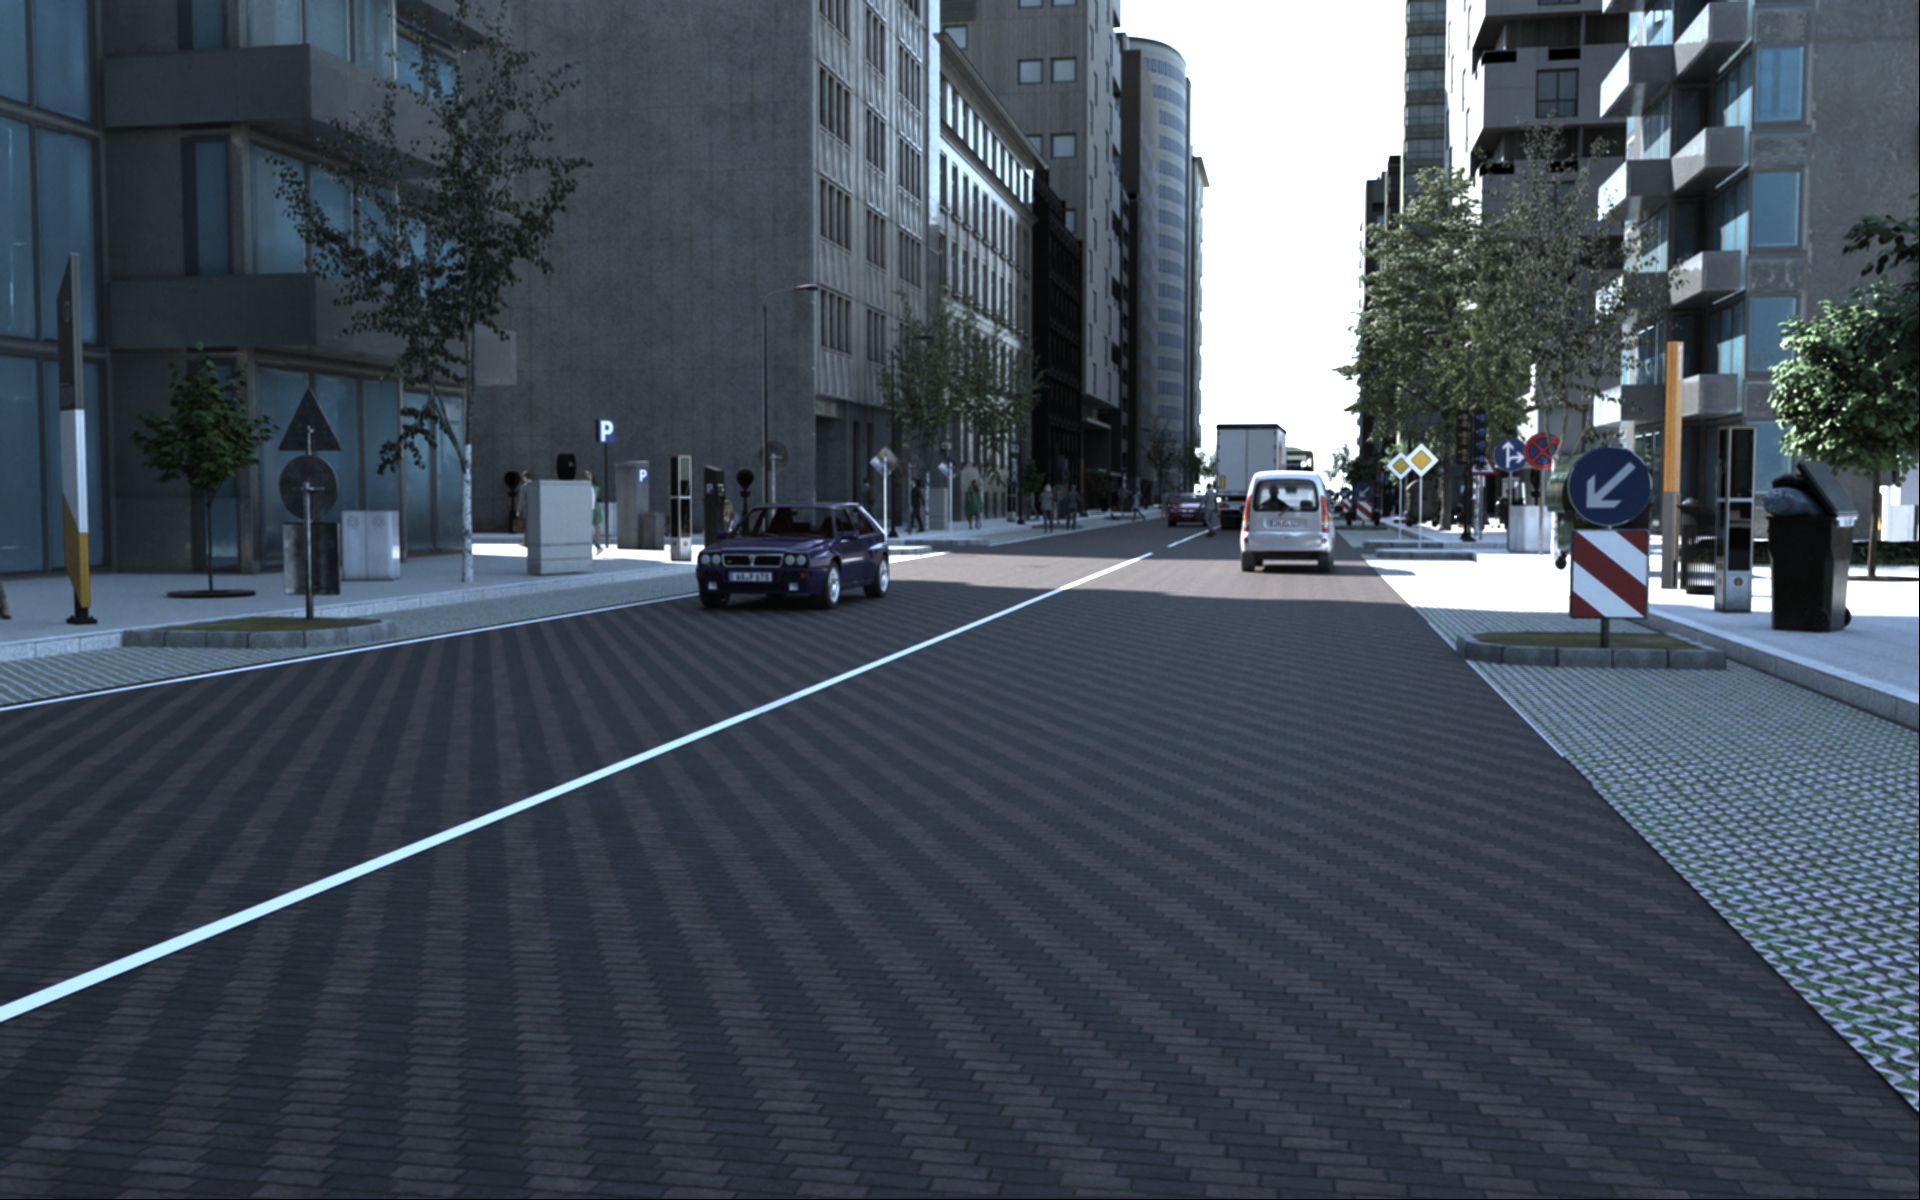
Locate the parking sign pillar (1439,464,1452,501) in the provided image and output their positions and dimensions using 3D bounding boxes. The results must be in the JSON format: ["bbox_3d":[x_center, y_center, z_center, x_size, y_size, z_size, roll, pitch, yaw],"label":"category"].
[{"bbox_3d":[32.658,-7.884,117.374,1.447,3.967,1.447,1,4,21],"label":"parking sign pillar"}]

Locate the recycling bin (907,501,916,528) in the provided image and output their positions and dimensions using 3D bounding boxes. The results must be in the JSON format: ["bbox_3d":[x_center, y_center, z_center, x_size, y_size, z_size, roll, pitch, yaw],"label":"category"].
[{"bbox_3d":[-1.587,-3.267,65.964,0.722,1.027,0.722,1,4,11],"label":"recycling bin"}]

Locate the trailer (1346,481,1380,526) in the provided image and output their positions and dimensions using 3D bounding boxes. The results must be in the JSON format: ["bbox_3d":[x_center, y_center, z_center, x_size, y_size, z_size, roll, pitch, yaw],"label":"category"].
[{"bbox_3d":[18.178,-4.351,78.180,1.471,1.999,3.904,1,4,11],"label":"trailer"}]

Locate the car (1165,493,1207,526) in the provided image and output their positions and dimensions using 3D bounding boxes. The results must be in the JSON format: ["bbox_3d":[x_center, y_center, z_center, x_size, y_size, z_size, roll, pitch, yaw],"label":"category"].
[{"bbox_3d":[10.369,-4.228,78.169,2.155,1.783,4.494,1,4,10],"label":"car"}]

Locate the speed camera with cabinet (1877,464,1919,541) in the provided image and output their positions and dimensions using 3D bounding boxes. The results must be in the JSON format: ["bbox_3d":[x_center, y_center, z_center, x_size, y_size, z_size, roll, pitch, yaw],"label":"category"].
[{"bbox_3d":[19.526,-2.544,35.924,0.660,3.252,2.038,1,4,15],"label":"speed camera with cabinet"}]

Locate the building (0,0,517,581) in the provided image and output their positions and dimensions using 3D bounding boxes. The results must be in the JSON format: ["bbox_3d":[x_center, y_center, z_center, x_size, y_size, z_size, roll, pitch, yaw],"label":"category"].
[{"bbox_3d":[-24.858,-25.027,28.797,30.456,49.044,23.786,1,4,11],"label":"building"}]

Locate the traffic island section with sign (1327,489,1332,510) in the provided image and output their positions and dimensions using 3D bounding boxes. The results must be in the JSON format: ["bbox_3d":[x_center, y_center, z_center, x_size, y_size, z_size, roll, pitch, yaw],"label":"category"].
[{"bbox_3d":[21.276,-5.352,96.134,1.989,1.847,2.006,1,4,11],"label":"traffic island section with sign"}]

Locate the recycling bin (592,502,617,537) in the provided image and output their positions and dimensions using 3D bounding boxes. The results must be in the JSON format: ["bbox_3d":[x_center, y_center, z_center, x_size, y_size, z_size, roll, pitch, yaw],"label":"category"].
[{"bbox_3d":[-10.712,-2.411,51.967,0.722,1.027,0.722,0,4,6],"label":"recycling bin"}]

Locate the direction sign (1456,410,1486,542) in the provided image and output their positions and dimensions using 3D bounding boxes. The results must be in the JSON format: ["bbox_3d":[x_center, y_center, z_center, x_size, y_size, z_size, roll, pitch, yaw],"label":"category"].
[{"bbox_3d":[13.763,-3.345,46.691,0.876,3.537,0.379,-1,4,-17],"label":"direction sign"}]

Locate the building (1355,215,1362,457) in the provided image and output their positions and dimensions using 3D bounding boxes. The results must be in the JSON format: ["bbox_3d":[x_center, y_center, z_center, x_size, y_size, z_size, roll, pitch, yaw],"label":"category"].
[{"bbox_3d":[70.777,-36.978,259.215,22.147,44.769,28.867,1,4,11],"label":"building"}]

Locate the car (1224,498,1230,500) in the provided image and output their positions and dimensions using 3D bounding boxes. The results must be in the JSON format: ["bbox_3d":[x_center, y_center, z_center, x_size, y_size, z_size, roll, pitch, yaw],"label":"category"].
[{"bbox_3d":[25.784,-9.192,162.084,2.131,1.459,4.920,1,4,10],"label":"car"}]

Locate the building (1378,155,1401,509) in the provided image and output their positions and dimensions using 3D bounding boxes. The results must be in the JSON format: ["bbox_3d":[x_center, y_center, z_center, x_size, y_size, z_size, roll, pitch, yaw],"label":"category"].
[{"bbox_3d":[43.492,-23.073,148.951,14.160,30.474,14.107,1,4,11],"label":"building"}]

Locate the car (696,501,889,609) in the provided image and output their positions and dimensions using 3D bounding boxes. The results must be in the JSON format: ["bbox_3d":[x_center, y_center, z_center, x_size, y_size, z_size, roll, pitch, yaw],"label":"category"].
[{"bbox_3d":[-2.148,-0.633,22.932,1.945,1.354,3.894,1,4,12],"label":"car"}]

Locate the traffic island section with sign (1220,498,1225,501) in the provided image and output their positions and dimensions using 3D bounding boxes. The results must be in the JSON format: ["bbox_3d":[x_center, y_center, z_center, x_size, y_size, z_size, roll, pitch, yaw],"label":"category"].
[{"bbox_3d":[34.805,-13.464,228.763,1.989,1.847,2.006,1,4,11],"label":"traffic island section with sign"}]

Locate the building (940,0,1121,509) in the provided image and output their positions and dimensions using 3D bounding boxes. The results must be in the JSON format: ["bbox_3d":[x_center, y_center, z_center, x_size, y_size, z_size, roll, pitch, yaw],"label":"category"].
[{"bbox_3d":[-1.488,-33.702,140.259,28.713,52.752,27.495,1,4,11],"label":"building"}]

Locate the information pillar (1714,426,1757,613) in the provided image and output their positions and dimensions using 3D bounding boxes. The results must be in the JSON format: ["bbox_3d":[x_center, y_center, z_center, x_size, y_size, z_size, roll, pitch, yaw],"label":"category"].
[{"bbox_3d":[8.398,-0.873,18.767,0.304,2.012,0.304,0,4,4],"label":"information pillar"}]

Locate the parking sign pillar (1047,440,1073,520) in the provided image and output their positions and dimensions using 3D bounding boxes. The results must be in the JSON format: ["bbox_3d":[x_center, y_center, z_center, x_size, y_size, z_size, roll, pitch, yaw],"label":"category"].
[{"bbox_3d":[4.977,-6.037,87.170,1.447,3.967,1.447,0,4,7],"label":"parking sign pillar"}]

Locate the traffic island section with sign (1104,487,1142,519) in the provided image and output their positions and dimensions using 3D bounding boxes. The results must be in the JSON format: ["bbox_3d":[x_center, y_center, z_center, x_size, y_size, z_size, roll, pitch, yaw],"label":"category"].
[{"bbox_3d":[9.300,-5.496,98.480,1.989,1.847,2.006,1,4,11],"label":"traffic island section with sign"}]

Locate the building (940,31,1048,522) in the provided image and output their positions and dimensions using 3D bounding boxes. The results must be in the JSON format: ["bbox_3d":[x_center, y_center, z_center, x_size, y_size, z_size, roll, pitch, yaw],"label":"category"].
[{"bbox_3d":[-5.557,-15.689,89.797,16.112,22.955,30.059,1,4,11],"label":"building"}]

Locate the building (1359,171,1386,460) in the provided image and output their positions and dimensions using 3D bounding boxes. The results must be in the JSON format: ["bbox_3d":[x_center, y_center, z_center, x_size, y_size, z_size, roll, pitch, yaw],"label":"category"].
[{"bbox_3d":[62.477,-35.995,238.628,14.600,45.320,14.200,1,4,11],"label":"building"}]

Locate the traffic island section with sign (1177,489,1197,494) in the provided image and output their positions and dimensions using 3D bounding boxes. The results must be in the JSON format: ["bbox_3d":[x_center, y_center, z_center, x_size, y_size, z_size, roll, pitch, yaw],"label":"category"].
[{"bbox_3d":[18.828,-8.472,147.153,1.989,1.847,2.006,1,4,11],"label":"traffic island section with sign"}]

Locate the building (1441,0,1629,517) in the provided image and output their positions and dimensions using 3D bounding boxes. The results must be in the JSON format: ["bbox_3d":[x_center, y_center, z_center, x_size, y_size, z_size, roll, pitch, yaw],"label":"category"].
[{"bbox_3d":[40.903,-30.791,92.666,28.713,52.752,27.495,1,4,11],"label":"building"}]

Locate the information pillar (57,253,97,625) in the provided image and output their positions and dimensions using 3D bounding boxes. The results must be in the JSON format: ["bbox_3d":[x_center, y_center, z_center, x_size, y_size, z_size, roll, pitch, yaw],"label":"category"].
[{"bbox_3d":[-8.766,-1.576,17.127,0.183,3.616,0.504,-3,5,-44],"label":"information pillar"}]

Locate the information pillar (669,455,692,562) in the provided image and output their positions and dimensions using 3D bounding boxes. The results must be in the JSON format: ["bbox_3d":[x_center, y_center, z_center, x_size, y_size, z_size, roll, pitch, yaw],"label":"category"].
[{"bbox_3d":[-5.324,-1.744,33.008,0.304,2.012,0.304,3,5,44],"label":"information pillar"}]

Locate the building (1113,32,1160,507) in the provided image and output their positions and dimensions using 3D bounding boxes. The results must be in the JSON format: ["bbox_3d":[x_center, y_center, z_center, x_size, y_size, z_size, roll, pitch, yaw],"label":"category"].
[{"bbox_3d":[11.683,-32.010,173.466,14.600,45.320,14.200,1,4,11],"label":"building"}]

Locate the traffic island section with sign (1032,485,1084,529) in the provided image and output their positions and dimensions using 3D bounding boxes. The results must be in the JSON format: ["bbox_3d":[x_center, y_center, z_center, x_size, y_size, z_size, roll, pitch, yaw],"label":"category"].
[{"bbox_3d":[4.090,-3.871,71.922,1.989,1.847,2.006,1,4,11],"label":"traffic island section with sign"}]

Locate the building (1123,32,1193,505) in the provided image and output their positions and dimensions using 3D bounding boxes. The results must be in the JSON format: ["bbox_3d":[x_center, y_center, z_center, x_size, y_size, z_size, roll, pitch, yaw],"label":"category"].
[{"bbox_3d":[18.364,-41.710,223.958,21.231,58.520,28.212,1,4,11],"label":"building"}]

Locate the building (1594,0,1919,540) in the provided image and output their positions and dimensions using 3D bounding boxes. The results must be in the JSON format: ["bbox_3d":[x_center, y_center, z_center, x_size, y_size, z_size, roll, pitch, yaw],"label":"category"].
[{"bbox_3d":[36.606,-26.622,54.874,30.456,49.044,23.786,1,4,11],"label":"building"}]

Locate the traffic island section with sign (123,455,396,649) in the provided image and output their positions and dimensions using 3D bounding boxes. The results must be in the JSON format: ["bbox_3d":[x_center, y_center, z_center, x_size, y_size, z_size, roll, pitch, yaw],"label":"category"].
[{"bbox_3d":[-6.678,-0.508,16.926,1.989,1.847,2.006,1,4,11],"label":"traffic island section with sign"}]

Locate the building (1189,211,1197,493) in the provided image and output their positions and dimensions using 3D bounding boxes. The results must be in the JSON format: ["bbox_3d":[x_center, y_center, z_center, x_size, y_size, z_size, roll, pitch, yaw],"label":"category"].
[{"bbox_3d":[25.888,-34.332,244.930,14.154,41.232,14.086,1,4,11],"label":"building"}]

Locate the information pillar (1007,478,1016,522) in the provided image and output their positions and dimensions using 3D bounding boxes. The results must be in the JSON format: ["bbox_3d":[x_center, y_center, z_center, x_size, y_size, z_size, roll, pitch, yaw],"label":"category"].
[{"bbox_3d":[2.368,-4.603,79.753,0.304,2.012,0.304,3,4,37],"label":"information pillar"}]

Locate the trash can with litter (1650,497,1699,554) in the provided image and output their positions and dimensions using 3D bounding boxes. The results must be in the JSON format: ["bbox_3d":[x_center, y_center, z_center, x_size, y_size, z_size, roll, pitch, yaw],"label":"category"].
[{"bbox_3d":[15.401,-1.553,36.448,1.678,1.210,2.233,0,4,-2],"label":"trash can with litter"}]

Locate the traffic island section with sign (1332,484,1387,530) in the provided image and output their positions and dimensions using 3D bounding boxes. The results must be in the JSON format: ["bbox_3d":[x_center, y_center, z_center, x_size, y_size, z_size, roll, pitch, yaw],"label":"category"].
[{"bbox_3d":[16.044,-3.716,69.381,1.989,1.847,2.006,1,4,11],"label":"traffic island section with sign"}]

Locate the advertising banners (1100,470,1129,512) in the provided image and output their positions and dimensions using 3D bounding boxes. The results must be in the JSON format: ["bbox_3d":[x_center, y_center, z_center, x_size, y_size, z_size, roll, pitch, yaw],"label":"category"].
[{"bbox_3d":[11.083,-7.833,124.259,2.074,3.025,0.090,1,4,18],"label":"advertising banners"}]

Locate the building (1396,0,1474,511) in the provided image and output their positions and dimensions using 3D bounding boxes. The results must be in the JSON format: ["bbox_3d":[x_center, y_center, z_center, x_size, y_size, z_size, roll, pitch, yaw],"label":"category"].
[{"bbox_3d":[41.312,-27.591,134.712,14.154,41.232,14.086,1,4,11],"label":"building"}]

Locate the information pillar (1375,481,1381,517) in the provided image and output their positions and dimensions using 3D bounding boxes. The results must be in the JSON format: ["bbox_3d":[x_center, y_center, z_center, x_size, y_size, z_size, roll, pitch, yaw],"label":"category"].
[{"bbox_3d":[23.031,-5.572,95.586,0.304,2.012,0.304,3,5,45],"label":"information pillar"}]

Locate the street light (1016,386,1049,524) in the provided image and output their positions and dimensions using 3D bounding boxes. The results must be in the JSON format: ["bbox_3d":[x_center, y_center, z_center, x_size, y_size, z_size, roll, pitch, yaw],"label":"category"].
[{"bbox_3d":[3.135,-6.226,74.339,1.470,5.913,1.316,1,4,11],"label":"street light"}]

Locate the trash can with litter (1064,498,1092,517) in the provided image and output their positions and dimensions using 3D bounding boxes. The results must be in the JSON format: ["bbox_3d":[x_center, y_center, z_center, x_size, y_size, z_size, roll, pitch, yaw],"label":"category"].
[{"bbox_3d":[6.220,-5.168,95.561,2.233,1.210,1.678,1,4,10],"label":"trash can with litter"}]

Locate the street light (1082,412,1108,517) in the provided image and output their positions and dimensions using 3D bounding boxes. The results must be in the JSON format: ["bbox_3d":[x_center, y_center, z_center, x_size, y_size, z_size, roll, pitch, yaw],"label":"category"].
[{"bbox_3d":[7.642,-7.667,97.893,1.470,5.913,1.316,1,4,11],"label":"street light"}]

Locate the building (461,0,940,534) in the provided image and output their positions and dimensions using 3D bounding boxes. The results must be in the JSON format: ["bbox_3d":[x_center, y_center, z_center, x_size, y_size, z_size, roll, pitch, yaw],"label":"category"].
[{"bbox_3d":[-8.658,-15.101,64.924,12.078,24.808,19.932,1,4,11],"label":"building"}]

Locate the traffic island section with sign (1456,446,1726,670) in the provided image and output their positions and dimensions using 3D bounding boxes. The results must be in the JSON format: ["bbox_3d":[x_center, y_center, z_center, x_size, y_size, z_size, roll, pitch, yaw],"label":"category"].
[{"bbox_3d":[5.416,-0.397,15.121,1.989,1.847,2.006,1,4,11],"label":"traffic island section with sign"}]

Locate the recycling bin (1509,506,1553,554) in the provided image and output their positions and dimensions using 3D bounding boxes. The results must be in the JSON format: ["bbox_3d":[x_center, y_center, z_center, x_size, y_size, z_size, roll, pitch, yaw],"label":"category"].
[{"bbox_3d":[12.447,-1.539,37.723,0.722,1.027,0.722,-1,4,-9],"label":"recycling bin"}]

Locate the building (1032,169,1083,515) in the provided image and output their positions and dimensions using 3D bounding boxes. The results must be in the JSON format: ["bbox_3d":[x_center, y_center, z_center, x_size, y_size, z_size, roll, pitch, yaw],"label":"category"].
[{"bbox_3d":[0.791,-17.269,112.020,12.332,23.373,15.834,1,4,11],"label":"building"}]

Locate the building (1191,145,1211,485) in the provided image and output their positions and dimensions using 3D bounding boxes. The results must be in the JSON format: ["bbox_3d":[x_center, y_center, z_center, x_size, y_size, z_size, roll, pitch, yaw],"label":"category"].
[{"bbox_3d":[23.395,-41.447,266.899,28.713,52.752,27.495,1,4,11],"label":"building"}]

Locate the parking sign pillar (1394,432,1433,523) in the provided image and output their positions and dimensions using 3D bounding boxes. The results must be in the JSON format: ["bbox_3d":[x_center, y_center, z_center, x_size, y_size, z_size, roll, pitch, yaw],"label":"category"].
[{"bbox_3d":[19.887,-5.374,76.332,1.447,3.967,1.447,1,4,10],"label":"parking sign pillar"}]

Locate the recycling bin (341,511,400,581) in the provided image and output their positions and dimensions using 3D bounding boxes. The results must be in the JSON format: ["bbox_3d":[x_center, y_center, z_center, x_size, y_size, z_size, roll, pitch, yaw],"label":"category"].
[{"bbox_3d":[-8.797,-0.814,25.859,0.722,1.027,0.722,-1,4,-8],"label":"recycling bin"}]

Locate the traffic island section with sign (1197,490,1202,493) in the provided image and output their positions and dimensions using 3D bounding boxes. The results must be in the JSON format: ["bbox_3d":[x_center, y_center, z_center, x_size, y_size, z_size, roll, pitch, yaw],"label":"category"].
[{"bbox_3d":[24.006,-10.091,173.608,1.989,1.847,2.006,1,4,11],"label":"traffic island section with sign"}]

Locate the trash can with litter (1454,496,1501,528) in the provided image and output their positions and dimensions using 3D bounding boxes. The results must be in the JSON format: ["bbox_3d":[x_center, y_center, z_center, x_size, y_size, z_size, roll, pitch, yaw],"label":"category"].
[{"bbox_3d":[19.528,-3.295,64.923,2.233,1.210,1.678,2,4,31],"label":"trash can with litter"}]

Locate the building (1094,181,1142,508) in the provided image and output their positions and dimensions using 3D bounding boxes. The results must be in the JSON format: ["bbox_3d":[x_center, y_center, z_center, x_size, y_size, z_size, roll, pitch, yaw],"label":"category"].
[{"bbox_3d":[9.124,-23.751,160.024,14.160,30.474,14.107,1,4,11],"label":"building"}]

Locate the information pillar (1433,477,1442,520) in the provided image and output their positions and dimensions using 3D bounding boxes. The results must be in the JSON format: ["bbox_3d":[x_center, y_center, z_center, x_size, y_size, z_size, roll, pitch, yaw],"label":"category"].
[{"bbox_3d":[20.707,-4.314,75.033,0.304,2.012,0.304,-3,5,-42],"label":"information pillar"}]

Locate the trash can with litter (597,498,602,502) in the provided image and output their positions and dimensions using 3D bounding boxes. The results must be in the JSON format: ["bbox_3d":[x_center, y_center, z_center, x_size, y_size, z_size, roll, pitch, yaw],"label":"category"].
[{"bbox_3d":[-11.525,-2.589,53.719,0.624,1.170,1.055,2,4,33],"label":"trash can with litter"}]

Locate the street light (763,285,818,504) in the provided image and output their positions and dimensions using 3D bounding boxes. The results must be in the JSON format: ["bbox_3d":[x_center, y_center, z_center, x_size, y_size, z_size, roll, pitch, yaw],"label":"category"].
[{"bbox_3d":[-3.831,-4.047,38.705,1.470,5.913,1.316,1,4,11],"label":"street light"}]

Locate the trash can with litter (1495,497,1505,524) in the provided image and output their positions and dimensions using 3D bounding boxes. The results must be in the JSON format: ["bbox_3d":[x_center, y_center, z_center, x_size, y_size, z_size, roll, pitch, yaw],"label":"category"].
[{"bbox_3d":[23.401,-3.815,73.763,1.055,1.170,0.624,-1,4,-10],"label":"trash can with litter"}]

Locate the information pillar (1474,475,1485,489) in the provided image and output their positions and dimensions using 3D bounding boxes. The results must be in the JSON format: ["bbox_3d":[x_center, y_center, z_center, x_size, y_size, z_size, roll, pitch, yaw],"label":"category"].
[{"bbox_3d":[23.648,-5.349,78.808,0.504,3.616,0.183,0,4,-2],"label":"information pillar"}]
